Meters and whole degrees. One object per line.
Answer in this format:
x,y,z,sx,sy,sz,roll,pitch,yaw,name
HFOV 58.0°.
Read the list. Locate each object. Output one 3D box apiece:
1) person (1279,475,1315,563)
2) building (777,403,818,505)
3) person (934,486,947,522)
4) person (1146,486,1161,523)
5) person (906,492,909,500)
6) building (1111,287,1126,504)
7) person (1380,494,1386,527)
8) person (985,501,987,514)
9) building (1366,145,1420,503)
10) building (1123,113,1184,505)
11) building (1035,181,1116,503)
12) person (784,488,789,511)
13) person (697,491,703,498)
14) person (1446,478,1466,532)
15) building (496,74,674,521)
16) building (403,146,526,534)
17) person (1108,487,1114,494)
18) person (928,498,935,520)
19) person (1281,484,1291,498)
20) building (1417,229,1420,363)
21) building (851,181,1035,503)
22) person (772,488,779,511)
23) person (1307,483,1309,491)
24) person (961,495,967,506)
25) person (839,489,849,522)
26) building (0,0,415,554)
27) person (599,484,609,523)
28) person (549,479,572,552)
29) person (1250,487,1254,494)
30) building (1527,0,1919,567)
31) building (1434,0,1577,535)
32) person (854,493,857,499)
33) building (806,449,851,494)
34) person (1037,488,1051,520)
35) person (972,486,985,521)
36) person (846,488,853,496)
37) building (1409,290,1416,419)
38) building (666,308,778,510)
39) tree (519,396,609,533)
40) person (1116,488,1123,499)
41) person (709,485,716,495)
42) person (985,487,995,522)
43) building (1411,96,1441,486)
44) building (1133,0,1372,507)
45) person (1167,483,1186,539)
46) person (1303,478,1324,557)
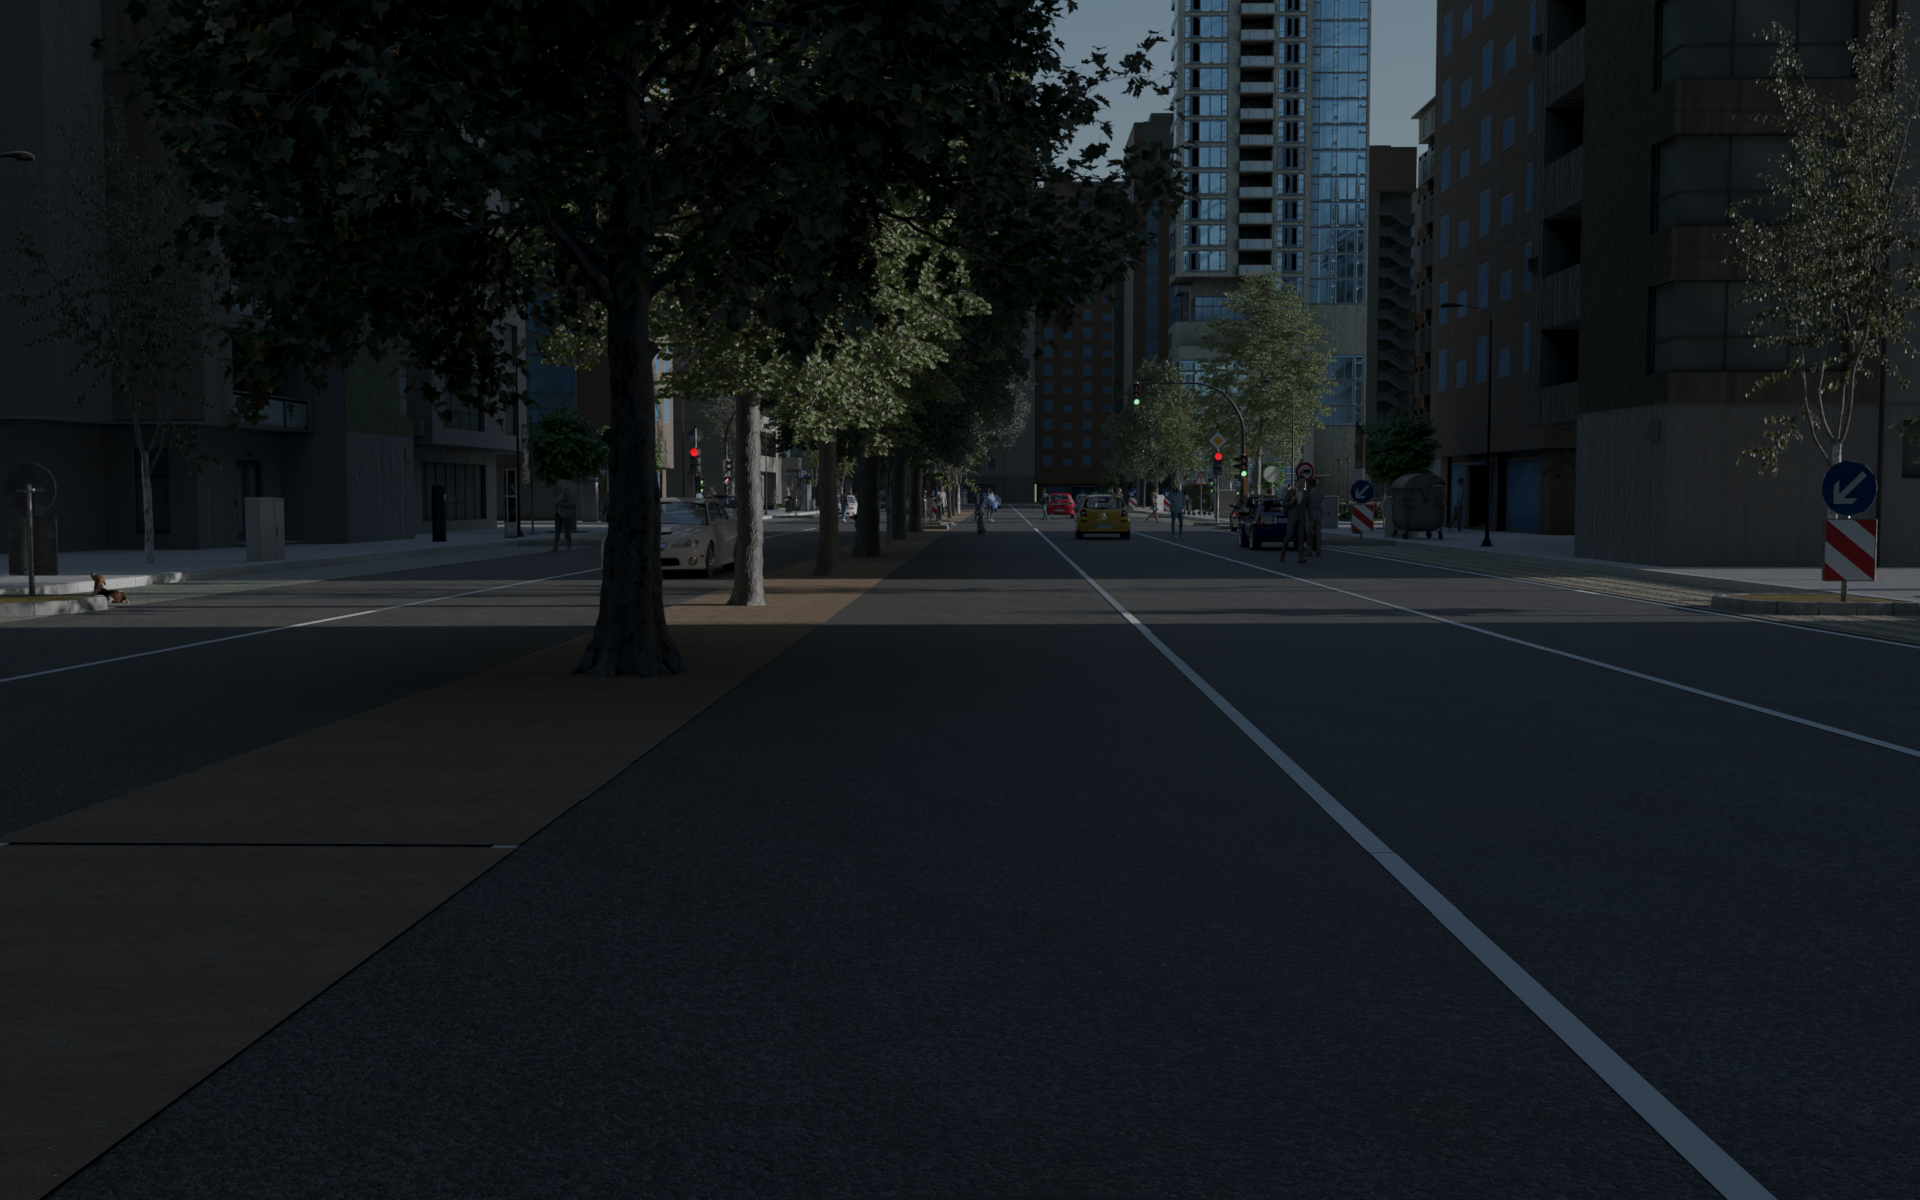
7.023,-1.689,36.076,0.622,1.834,0.822,-1,4,-13,person
-26.092,-33.619,169.279,23.786,49.044,30.456,0,4,1,building
-0.968,-4.595,83.479,0.661,1.843,0.795,-2,4,-33,person
9.562,-4.705,85.525,0.778,1.811,0.616,1,4,19,person
-6.561,-12.765,217.882,1.217,1.739,0.721,-1,4,-10,person
26.089,-27.375,219.276,14.160,30.474,14.107,0,4,1,building
16.528,-3.484,67.291,0.425,1.301,0.394,0,4,6,person
1.998,-6.783,123.688,0.425,1.301,0.394,1,4,19,person
48.458,-34.768,218.560,14.200,45.320,14.600,0,4,1,building
26.764,-33.890,204.215,14.600,45.320,14.200,0,4,1,building
17.784,-36.479,246.550,14.200,45.320,14.600,0,4,1,building
-13.278,-7.793,133.803,0.624,1.780,0.694,-1,4,-11,person
-12.722,-4.671,84.219,0.330,1.601,0.589,3,5,39,person
16.689,-3.190,58.219,0.620,1.820,0.660,-1,4,-10,person
-22.905,-26.762,87.670,14.600,45.320,14.200,0,4,1,building
-23.287,-17.669,60.594,14.107,30.474,14.160,0,4,1,building
9.489,-6.215,109.472,0.474,1.900,0.648,-1,4,-13,person
-1.515,-5.276,96.575,0.330,1.601,0.589,2,4,33,person
16.297,-4.891,86.199,0.473,1.802,0.592,-2,4,-31,person
70.069,-36.402,245.289,14.200,45.320,14.600,0,4,1,building
-3.343,-43.300,249.961,28.212,58.520,21.231,0,4,1,building
-14.150,-7.687,132.469,0.466,1.731,0.760,-2,4,-30,person
10.313,-2.568,50.756,0.793,1.790,0.793,0,4,2,person
0.498,-12.110,207.441,0.756,1.711,0.436,0,4,-4,person
-6.049,-4.951,90.287,0.563,1.720,0.643,2,4,34,person
-22.789,-21.904,41.731,14.154,41.232,14.086,0,4,1,building
-7.778,-1.830,38.818,0.661,1.777,0.834,1,4,17,person
-9.906,-2.105,43.098,0.537,1.800,0.526,3,5,42,person
21.491,-7.385,127.148,0.716,1.782,0.532,-2,4,-31,person
19.572,-16.183,36.288,14.160,30.474,14.107,0,4,1,building
25.038,-25.012,59.060,14.600,45.320,14.200,0,4,1,building
-8.282,-8.023,140.026,0.721,1.781,0.623,1,4,12,person
-26.609,-38.128,212.635,27.495,52.752,28.713,0,4,1,building
4.629,-5.281,95.199,0.721,1.781,0.623,1,4,15,person
0.996,-4.919,88.907,0.794,1.824,0.713,2,4,33,person
-7.159,-6.276,110.925,0.655,1.846,0.447,1,4,12,person
55.906,-28.976,245.460,14.107,30.474,14.160,0,4,1,building
-25.506,-30.801,127.295,21.300,48.544,21.600,0,4,1,building
-13.242,-4.535,57.861,4.285,4.588,4.351,0,3,0,tree
9.344,-5.717,102.394,0.534,1.772,0.576,3,4,36,person
-14.420,-5.733,100.119,0.599,1.781,0.374,1,4,21,person
1.557,-4.981,90.203,0.793,1.790,0.793,1,4,16,person
69.533,-38.017,210.818,27.495,52.752,28.713,0,4,1,building
30.591,-53.061,180.223,22.319,86.520,31.000,0,4,1,building
6.962,-2.866,55.628,0.793,1.790,0.793,-3,5,-43,person
8.098,-1.908,39.882,0.511,1.800,0.466,-2,4,-32,person
